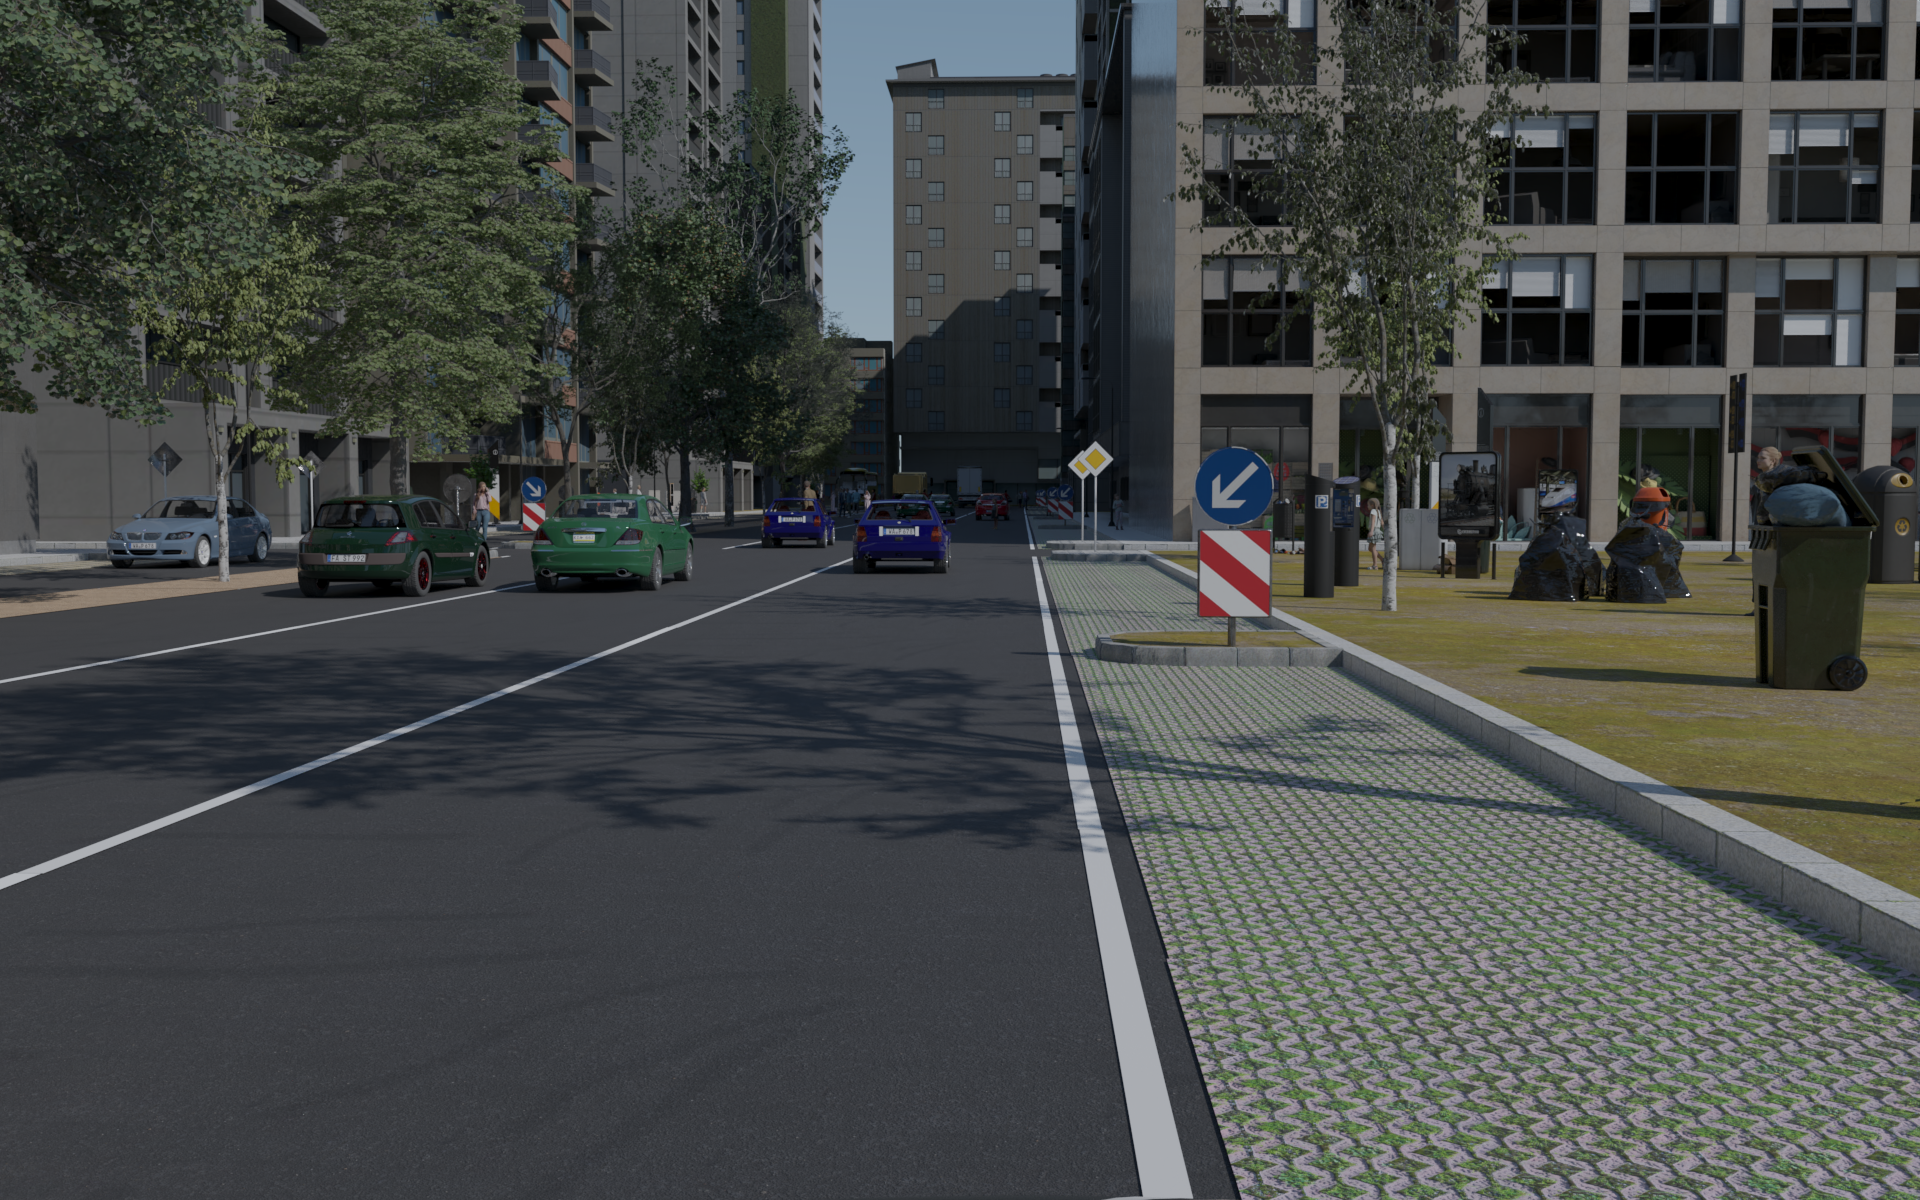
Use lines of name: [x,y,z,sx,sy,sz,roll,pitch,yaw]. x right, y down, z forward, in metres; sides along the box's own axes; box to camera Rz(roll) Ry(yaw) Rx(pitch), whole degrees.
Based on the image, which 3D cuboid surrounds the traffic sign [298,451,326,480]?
traffic sign: [-17.506,-2.726,46.756,0.795,2.593,0.064,0,4,2]

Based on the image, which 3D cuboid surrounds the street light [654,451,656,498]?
street light: [-17.161,-7.814,100.296,1.470,5.913,1.316,0,4,2]

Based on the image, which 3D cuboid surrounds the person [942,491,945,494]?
person: [-1.234,-7.633,134.773,0.593,1.643,0.415,2,4,24]

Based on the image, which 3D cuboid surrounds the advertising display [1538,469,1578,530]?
advertising display: [15.553,-2.437,45.063,0.974,1.923,0.123,1,4,18]

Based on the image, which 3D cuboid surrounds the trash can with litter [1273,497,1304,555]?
trash can with litter: [7.175,-1.586,36.981,1.678,1.210,2.233,-3,5,-44]

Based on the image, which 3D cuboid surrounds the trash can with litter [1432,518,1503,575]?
trash can with litter: [8.154,-1.007,27.853,1.055,1.170,0.624,-2,4,-31]

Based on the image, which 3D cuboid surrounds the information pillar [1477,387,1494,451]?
information pillar: [11.455,-2.845,37.872,0.183,3.616,0.504,-1,4,-19]

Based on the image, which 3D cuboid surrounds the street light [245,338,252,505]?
street light: [-18.906,-4.573,47.304,1.470,5.913,1.316,0,4,2]

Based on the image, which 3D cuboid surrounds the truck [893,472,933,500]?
truck: [-4.262,-9.538,151.865,3.469,3.379,9.791,0,4,2]

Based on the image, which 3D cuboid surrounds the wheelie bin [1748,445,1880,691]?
wheelie bin: [5.637,-0.220,11.509,0.693,1.594,0.980,1,4,9]

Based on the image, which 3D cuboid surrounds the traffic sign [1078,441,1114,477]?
traffic sign: [2.992,-2.192,38.023,0.795,2.593,0.064,0,4,2]

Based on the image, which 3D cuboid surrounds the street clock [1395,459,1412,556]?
street clock: [9.071,-1.897,35.593,0.358,2.002,0.471,3,4,38]

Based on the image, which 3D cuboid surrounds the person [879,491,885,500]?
person: [-8.718,-11.197,192.127,0.434,1.755,0.990,3,5,41]

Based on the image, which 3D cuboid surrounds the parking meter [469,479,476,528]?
parking meter: [-18.360,-3.641,65.248,0.255,1.863,0.399,-1,4,-20]

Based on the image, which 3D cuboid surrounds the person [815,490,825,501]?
person: [-11.048,-7.668,134.703,1.217,1.723,0.721,2,4,32]

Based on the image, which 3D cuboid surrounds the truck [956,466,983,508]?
truck: [0.996,-11.631,179.076,2.839,4.237,11.283,0,4,0]

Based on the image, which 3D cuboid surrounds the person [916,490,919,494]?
person: [-3.447,-7.715,135.379,0.721,1.736,1.217,-1,4,-11]

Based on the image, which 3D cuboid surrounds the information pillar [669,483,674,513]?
information pillar: [-19.864,-6.999,118.926,0.304,2.012,0.304,3,5,40]

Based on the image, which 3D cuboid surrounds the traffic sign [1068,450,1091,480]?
traffic sign: [3.275,-2.680,46.003,0.795,2.593,0.064,0,4,2]

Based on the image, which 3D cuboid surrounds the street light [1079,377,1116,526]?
street light: [5.483,-5.873,68.566,1.470,5.913,1.316,0,4,2]

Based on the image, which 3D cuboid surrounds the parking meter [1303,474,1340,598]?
parking meter: [4.461,-0.800,21.495,0.372,1.533,0.369,0,3,0]

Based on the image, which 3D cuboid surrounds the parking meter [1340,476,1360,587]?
parking meter: [5.374,-0.961,24.123,0.372,1.533,0.369,0,3,0]

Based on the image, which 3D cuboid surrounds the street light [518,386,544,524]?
street light: [-18.095,-6.172,73.460,1.470,5.913,1.316,0,4,2]

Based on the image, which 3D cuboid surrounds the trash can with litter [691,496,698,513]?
trash can with litter: [-17.853,-6.320,114.718,0.624,1.170,1.055,-3,5,-44]

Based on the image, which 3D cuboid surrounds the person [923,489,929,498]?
person: [-2.862,-8.164,141.926,0.705,1.831,1.348,-3,4,-37]

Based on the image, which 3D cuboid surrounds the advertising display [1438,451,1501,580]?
advertising display: [7.705,-1.285,26.229,0.123,1.923,0.974,-3,5,-45]

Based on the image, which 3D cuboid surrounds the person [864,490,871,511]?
person: [-7.341,-7.806,136.794,0.551,1.740,0.621,-1,4,-19]

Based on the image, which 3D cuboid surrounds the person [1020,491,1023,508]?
person: [6.508,-10.454,179.951,0.750,1.759,0.617,1,4,21]

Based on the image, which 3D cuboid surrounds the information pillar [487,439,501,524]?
information pillar: [-19.939,-5.059,74.072,0.504,3.616,0.183,-3,5,-43]

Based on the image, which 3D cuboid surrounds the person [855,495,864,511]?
person: [-8.699,-8.454,146.689,1.348,1.831,0.705,2,4,33]

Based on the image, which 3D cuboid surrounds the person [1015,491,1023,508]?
person: [6.164,-10.229,176.532,1.217,1.735,0.721,-1,4,-16]

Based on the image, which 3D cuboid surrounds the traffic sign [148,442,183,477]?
traffic sign: [-17.788,-2.238,38.776,0.795,2.593,0.064,0,4,2]

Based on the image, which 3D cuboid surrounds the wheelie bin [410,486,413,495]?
wheelie bin: [-22.947,-3.884,71.406,0.980,1.594,0.693,-2,4,-34]

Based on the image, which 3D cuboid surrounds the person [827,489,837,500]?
person: [-11.059,-8.870,153.162,1.348,1.869,0.705,1,4,12]

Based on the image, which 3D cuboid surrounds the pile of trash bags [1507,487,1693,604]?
pile of trash bags: [8.279,-0.738,21.812,1.912,1.369,3.447,3,4,37]

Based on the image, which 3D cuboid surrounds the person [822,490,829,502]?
person: [-11.490,-8.306,144.984,1.217,1.739,0.721,-3,5,-39]

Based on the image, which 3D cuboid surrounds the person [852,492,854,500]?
person: [-9.629,-9.039,157.753,0.415,1.643,0.593,3,4,38]

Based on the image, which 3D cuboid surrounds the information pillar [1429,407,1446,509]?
information pillar: [12.375,-3.277,44.931,0.504,3.616,0.183,-2,4,-29]

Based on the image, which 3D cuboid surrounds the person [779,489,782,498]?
person: [-13.779,-7.724,134.417,0.705,1.869,1.348,1,4,16]

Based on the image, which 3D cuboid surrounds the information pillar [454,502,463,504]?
information pillar: [-21.712,-4.311,74.971,0.304,2.012,0.304,2,4,30]

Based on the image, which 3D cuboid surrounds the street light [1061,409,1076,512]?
street light: [6.408,-7.482,94.871,1.470,5.913,1.316,0,4,2]

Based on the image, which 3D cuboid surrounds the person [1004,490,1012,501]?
person: [4.356,-9.444,162.848,0.705,1.831,1.348,-3,4,-38]
